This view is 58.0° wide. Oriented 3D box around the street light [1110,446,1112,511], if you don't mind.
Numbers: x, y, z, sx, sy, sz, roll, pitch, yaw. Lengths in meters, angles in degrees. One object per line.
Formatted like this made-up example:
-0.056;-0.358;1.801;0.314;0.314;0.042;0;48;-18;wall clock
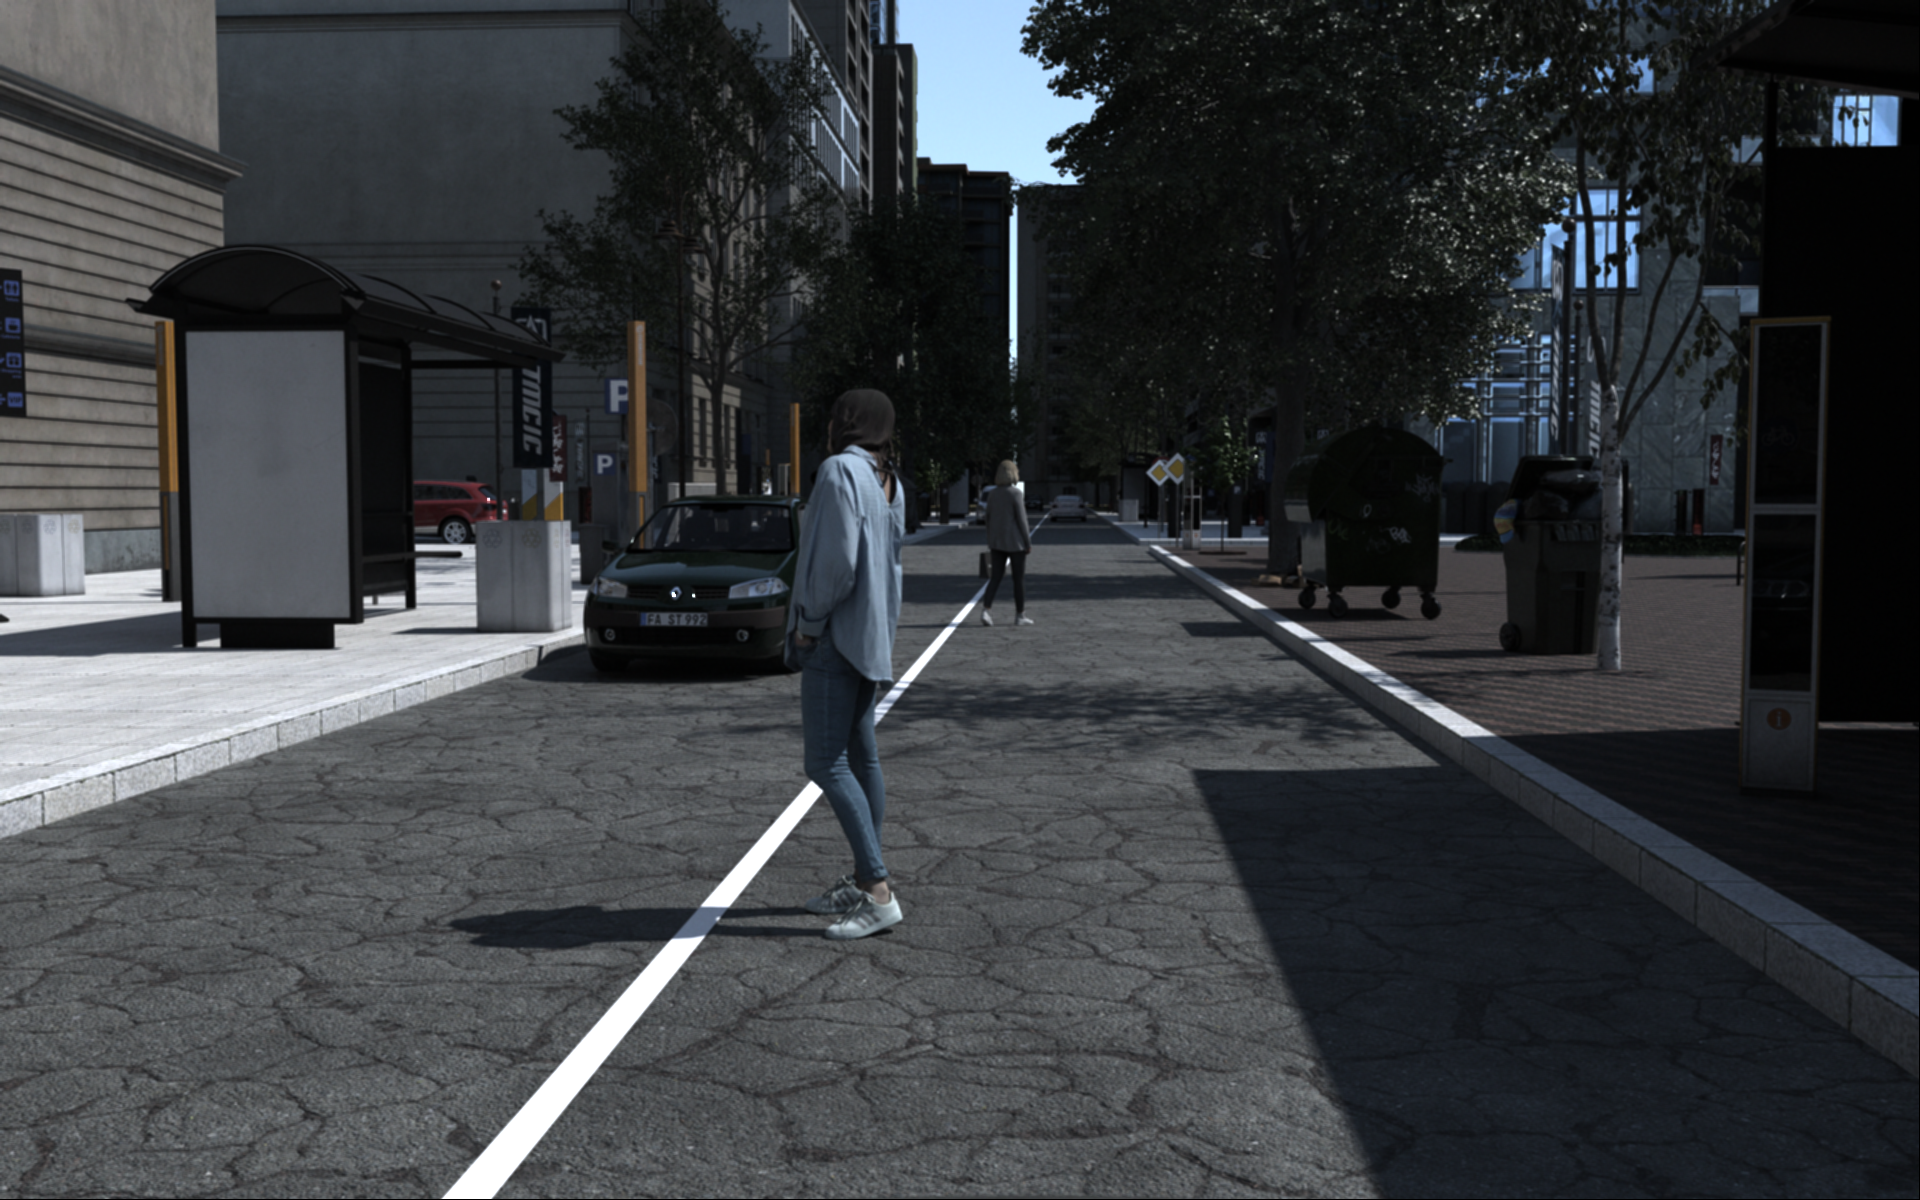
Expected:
10.736;-9.215;123.452;0.468;5.910;1.993;0;4;3;street light

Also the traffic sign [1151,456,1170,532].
6.791;-3.547;58.096;0.768;2.556;0.104;0;4;4;traffic sign

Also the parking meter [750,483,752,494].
-8.951;-4.114;72.977;0.255;1.863;0.399;2;4;25;parking meter

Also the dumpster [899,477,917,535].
-2.071;-3.046;55.568;1.264;1.857;1.865;0;4;4;dumpster

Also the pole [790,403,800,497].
-3.714;-2.759;38.957;0.158;3.312;0.155;0;3;0;pole

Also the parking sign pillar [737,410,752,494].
-7.035;-4.146;56.266;1.447;3.967;1.447;0;4;-8;parking sign pillar

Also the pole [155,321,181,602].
-9.393;-1.634;20.553;0.158;3.312;0.155;0;3;0;pole

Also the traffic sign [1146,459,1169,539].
5.698;-2.806;49.522;0.795;2.450;0.064;0;4;3;traffic sign

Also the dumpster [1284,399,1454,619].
4.343;-0.980;18.521;1.502;2.255;1.985;0;4;3;dumpster

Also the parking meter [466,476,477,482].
-15.476;-3.009;54.904;0.255;1.863;0.399;-2;4;-28;parking meter

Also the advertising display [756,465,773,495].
-4.325;-2.032;38.445;0.123;1.923;0.974;1;4;9;advertising display

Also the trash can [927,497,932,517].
-1.928;-5.259;97.643;0.748;1.137;0.748;0;3;0;trash can

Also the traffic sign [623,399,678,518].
-4.143;-1.411;23.174;0.768;2.556;0.104;1;4;11;traffic sign

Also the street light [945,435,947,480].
-0.641;-6.493;78.941;0.468;5.910;1.993;0;4;3;street light

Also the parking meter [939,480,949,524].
-0.683;-4.129;73.219;0.399;1.863;0.255;-1;4;-21;parking meter

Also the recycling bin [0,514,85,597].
-11.621;-0.572;21.905;0.722;1.027;0.722;1;4;20;recycling bin

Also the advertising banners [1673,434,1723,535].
22.047;-3.397;51.729;0.090;3.025;2.074;-1;4;-14;advertising banners

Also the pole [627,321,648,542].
-3.822;-1.633;20.539;0.158;3.312;0.155;0;3;0;pole

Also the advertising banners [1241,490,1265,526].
11.992;-4.458;69.074;0.090;3.025;2.074;-3;5;-44;advertising banners

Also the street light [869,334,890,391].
-2.340;-4.735;50.200;0.468;5.910;1.993;0;4;3;street light

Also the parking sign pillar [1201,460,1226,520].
12.747;-6.057;87.497;1.447;3.967;1.447;1;4;14;parking sign pillar

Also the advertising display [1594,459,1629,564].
12.143;-1.660;32.354;0.123;1.923;0.974;-1;4;-12;advertising display

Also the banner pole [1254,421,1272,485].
10.334;-4.188;58.492;0.863;3.779;0.401;1;4;22;banner pole

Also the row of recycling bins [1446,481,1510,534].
16.850;-2.920;54.855;1.069;1.692;3.534;-2;4;-33;row of recycling bins

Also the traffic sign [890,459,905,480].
-1.981;-2.836;50.007;0.795;2.450;0.064;0;4;3;traffic sign

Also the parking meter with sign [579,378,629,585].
-5.109;-1.772;25.228;0.543;3.016;1.738;0;4;4;parking meter with sign

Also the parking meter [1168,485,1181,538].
6.271;-2.585;50.674;0.372;1.533;0.369;0;3;0;parking meter

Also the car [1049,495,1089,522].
5.690;-4.784;90.584;2.083;1.381;4.827;0;4;4;car

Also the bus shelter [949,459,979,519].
-0.122;-6.046;92.783;2.014;3.302;5.546;0;4;4;bus shelter

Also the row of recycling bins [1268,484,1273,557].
6.737;-1.549;32.447;1.069;1.692;3.534;-1;4;-10;row of recycling bins

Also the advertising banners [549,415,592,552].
-8.161;-2.576;38.298;2.074;3.025;0.090;0;4;-3;advertising banners

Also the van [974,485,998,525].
1.699;-4.533;81.132;2.013;2.044;4.112;0;4;5;van

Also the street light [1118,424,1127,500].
8.841;-7.447;94.548;0.468;5.910;1.993;0;4;3;street light

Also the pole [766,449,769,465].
-8.745;-5.193;78.750;0.158;3.312;0.155;0;3;0;pole

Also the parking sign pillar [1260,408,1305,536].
10.065;-3.991;53.720;1.447;3.967;1.447;-2;4;-35;parking sign pillar

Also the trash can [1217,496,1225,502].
17.489;-6.402;116.328;0.748;1.137;0.748;0;3;0;trash can

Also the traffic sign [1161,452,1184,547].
5.215;-2.319;41.552;0.795;2.450;0.064;0;4;3;traffic sign

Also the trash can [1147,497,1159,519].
10.001;-4.791;89.980;0.748;1.137;0.748;0;3;0;trash can

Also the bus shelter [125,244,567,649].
-5.599;-1.401;16.835;2.014;3.302;5.546;0;4;4;bus shelter

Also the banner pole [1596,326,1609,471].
8.185;-1.994;22.612;0.863;3.779;0.401;-2;4;-33;banner pole

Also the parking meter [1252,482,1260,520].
14.790;-4.945;86.568;0.255;1.863;0.399;-1;4;-20;parking meter

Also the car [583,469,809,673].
-2.003;-0.331;15.197;2.009;1.686;4.222;0;4;5;car

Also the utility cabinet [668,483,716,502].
-5.313;-1.613;35.057;1.173;1.500;0.318;-3;5;-41;utility cabinet

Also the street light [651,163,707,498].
-3.966;-3.172;24.643;0.468;5.910;1.993;0;4;3;street light

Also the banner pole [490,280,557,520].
-5.191;-1.857;20.382;0.863;3.779;0.401;-1;4;-16;banner pole

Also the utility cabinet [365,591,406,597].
-7.403;-0.645;21.703;1.020;1.237;0.306;-2;4;-32;utility cabinet

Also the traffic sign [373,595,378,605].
-6.771;-1.093;19.993;0.606;2.300;0.079;0;4;5;traffic sign

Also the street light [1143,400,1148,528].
7.092;-5.701;65.997;0.468;5.910;1.993;0;4;3;street light

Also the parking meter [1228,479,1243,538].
8.026;-2.736;50.450;0.399;1.863;0.255;-1;4;-17;parking meter

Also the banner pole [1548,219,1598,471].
5.412;-1.568;15.655;0.401;3.779;0.863;2;4;32;banner pole

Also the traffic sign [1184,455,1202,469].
7.336;-3.318;54.351;0.768;2.556;0.104;1;4;10;traffic sign

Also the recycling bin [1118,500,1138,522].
7.633;-4.041;78.624;0.722;1.027;0.722;-1;4;-14;recycling bin

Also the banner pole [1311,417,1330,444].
11.570;-4.033;55.949;0.863;3.779;0.401;3;4;36;banner pole

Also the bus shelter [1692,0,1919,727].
4.629;-0.923;6.367;1.731;3.624;6.357;0;4;4;bus shelter

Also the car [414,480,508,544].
-15.057;-2.381;47.601;5.304;1.827;2.281;0;4;2;car

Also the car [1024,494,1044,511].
6.048;-8.229;144.338;2.009;1.686;4.222;0;4;4;car

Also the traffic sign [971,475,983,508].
1.124;-6.983;114.285;0.768;2.556;0.104;0;4;5;traffic sign

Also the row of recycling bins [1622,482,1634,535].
18.526;-2.657;50.561;3.534;1.692;1.069;-3;5;-42;row of recycling bins

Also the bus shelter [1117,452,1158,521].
8.935;-5.647;86.257;2.014;3.302;5.546;0;4;3;bus shelter

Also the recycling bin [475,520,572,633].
-4.106;-0.231;16.334;0.722;1.027;0.722;0;4;3;recycling bin
